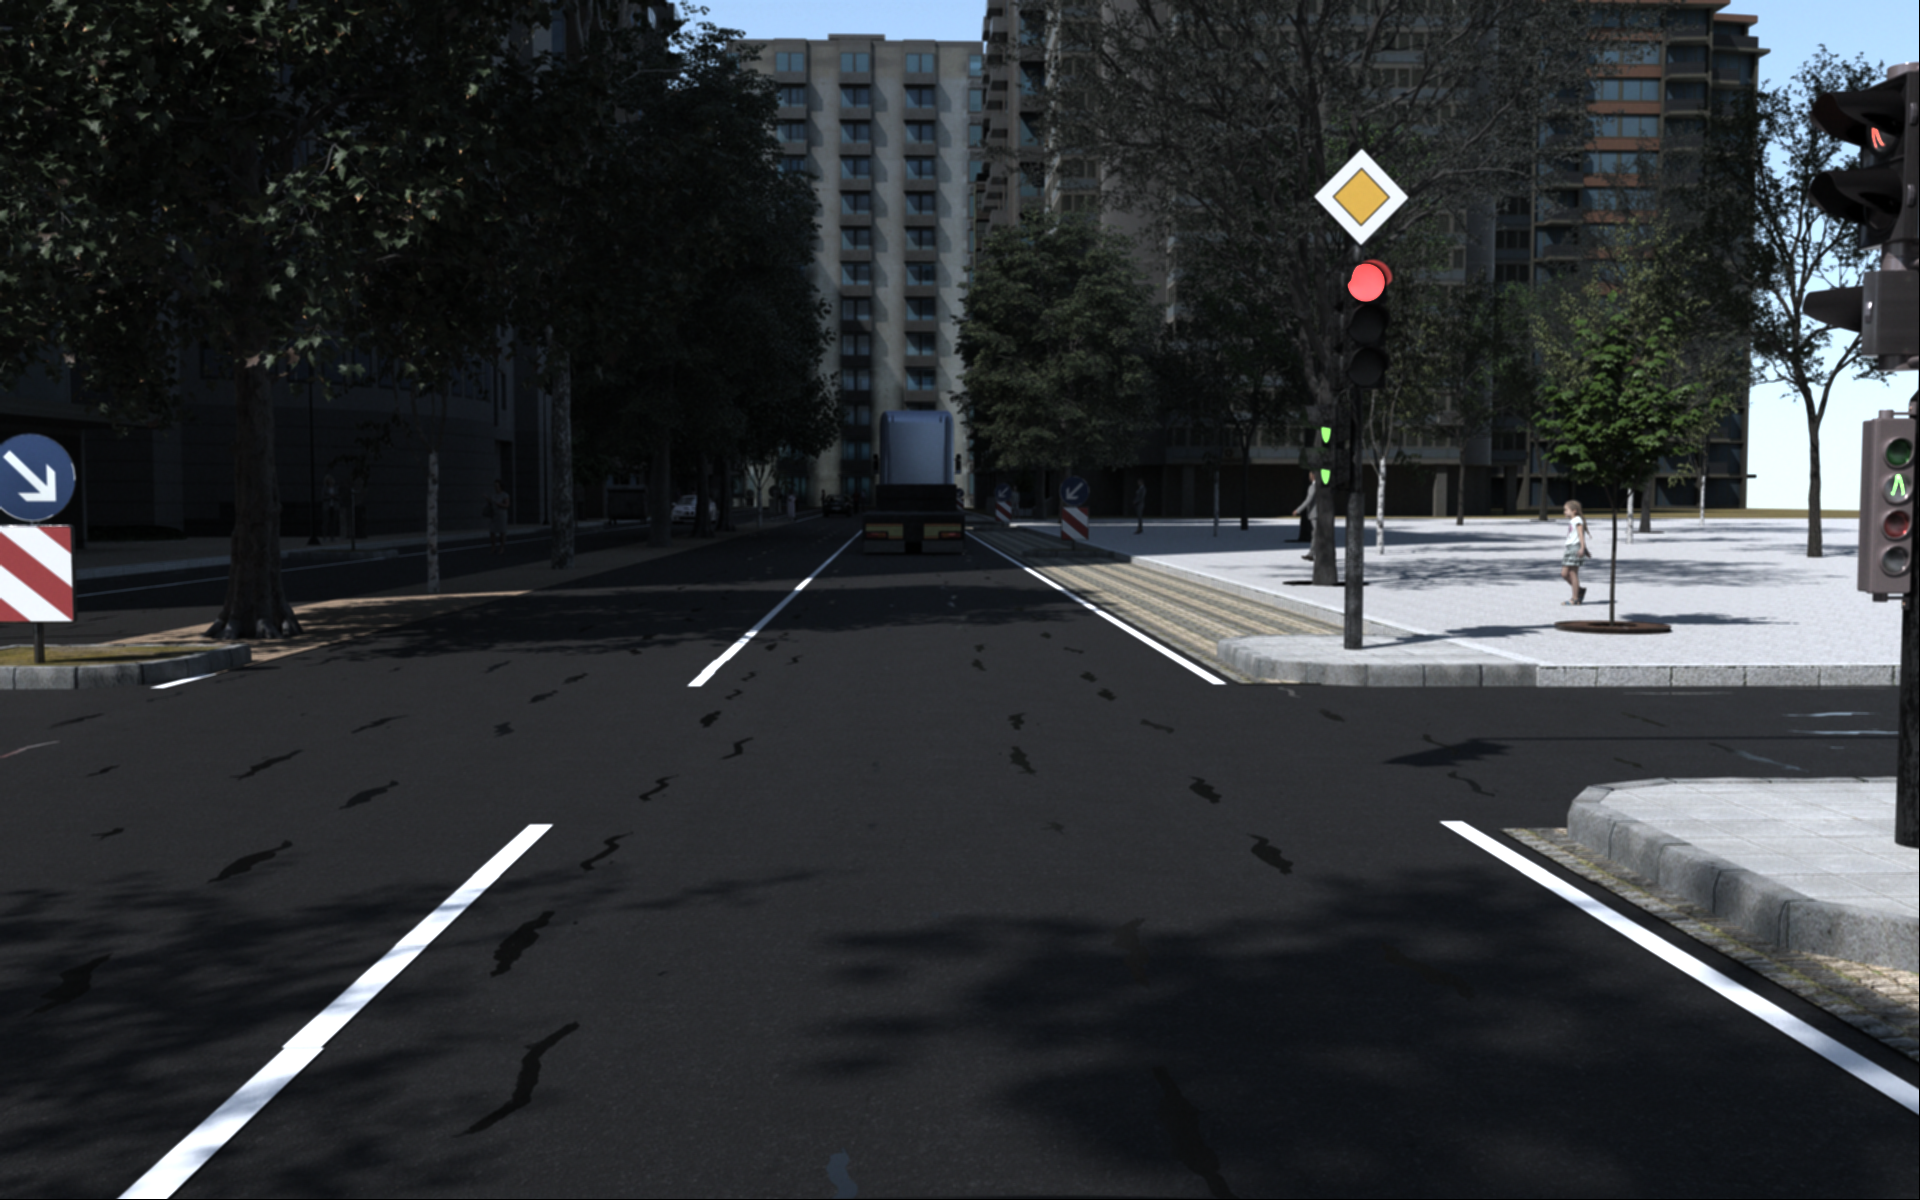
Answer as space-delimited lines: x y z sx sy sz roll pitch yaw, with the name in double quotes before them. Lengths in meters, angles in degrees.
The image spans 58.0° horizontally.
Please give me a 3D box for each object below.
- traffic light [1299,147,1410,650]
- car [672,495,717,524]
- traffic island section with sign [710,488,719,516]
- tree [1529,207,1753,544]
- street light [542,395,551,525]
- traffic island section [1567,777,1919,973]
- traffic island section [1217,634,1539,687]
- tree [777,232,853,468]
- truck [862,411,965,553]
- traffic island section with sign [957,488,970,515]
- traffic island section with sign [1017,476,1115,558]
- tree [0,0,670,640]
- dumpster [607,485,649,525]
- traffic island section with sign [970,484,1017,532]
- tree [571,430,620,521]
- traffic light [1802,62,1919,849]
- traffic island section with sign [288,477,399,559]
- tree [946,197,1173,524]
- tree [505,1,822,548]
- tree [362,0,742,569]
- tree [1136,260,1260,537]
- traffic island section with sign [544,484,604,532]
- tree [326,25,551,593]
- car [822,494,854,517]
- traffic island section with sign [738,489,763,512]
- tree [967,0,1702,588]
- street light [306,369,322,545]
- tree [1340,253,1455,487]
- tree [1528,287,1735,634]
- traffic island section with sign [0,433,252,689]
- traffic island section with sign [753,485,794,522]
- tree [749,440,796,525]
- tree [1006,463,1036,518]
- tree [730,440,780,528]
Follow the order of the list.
"traffic light" 3.236 -1.548 14.224 0.839 4.253 0.868 0 4 -2
"car" -12.783 -4.350 83.477 2.083 1.381 4.827 0 4 -3
"traffic island section with sign" -16.357 -6.541 115.577 1.989 1.847 2.006 0 4 -2
"tree" 17.176 -5.771 44.718 4.737 8.622 4.395 0 3 0
"street light" -16.711 -6.086 72.054 1.470 5.913 1.316 0 4 -2
"traffic island section" 3.546 0.974 6.358 2.009 0.180 2.903 0 4 -2
"traffic island section" 3.277 0.486 14.339 2.009 0.180 2.903 0 4 -2
"tree" -8.433 -8.378 56.448 9.611 12.733 9.660 0 3 0
"truck" -1.279 -3.687 50.045 2.967 4.110 18.799 0 4 -1
"traffic island section with sign" -0.185 -6.618 116.833 1.989 1.847 2.006 0 4 -2
"traffic island section with sign" 2.432 -1.892 39.567 1.989 1.847 2.006 0 4 -2
"tree" -7.077 -5.977 17.184 9.611 12.733 9.660 0 3 0
"dumpster" -15.433 -4.418 80.453 1.865 1.857 1.264 0 4 -1
"traffic island section with sign" 1.517 -3.547 66.626 1.989 1.847 2.006 0 4 -2
"tree" -18.135 -6.095 83.365 4.285 4.588 4.351 0 3 0
"traffic light" 1.418 -1.918 6.031 4.771 5.953 1.251 0 4 -2
"traffic island section with sign" -13.773 -1.854 38.934 1.989 1.847 2.006 0 4 -2
"tree" 4.402 -10.185 73.184 9.857 13.997 8.962 0 3 0
"tree" -8.059 -8.374 46.035 9.857 13.997 8.962 0 3 0
"tree" -8.815 -10.696 33.225 12.611 20.169 13.585 0 3 0
"tree" 7.499 -6.221 52.077 4.360 8.622 3.978 0 3 0
"traffic island section with sign" -14.687 -3.516 66.122 1.989 1.847 2.006 0 4 -2
"tree" -7.646 -4.417 25.042 4.360 8.622 3.978 0 3 0
"car" -7.704 -6.067 108.989 2.009 1.686 4.222 0 4 -2
"traffic island section with sign" -17.290 -8.218 142.993 1.989 1.847 2.006 0 4 -2
"tree" 5.043 -6.955 24.087 12.009 13.543 11.850 0 3 0
"street light" -15.715 -4.334 43.404 1.470 5.913 1.316 0 4 -2
"tree" 12.850 -6.252 52.589 4.737 8.622 4.395 0 3 0
"tree" 6.136 -1.333 16.390 1.663 3.219 1.824 0 3 0
"traffic island section with sign" -6.990 -0.337 13.654 2.006 1.907 1.989 0 4 -2
"traffic island section with sign" -9.532 -4.931 88.750 2.006 1.907 1.989 0 4 -2
"tree" -9.011 -7.665 78.150 4.737 8.622 4.395 0 3 0
"tree" 3.508 -6.061 93.694 1.663 3.219 1.824 0 3 0
"tree" -8.547 -7.372 73.344 4.360 8.622 3.978 0 3 0
